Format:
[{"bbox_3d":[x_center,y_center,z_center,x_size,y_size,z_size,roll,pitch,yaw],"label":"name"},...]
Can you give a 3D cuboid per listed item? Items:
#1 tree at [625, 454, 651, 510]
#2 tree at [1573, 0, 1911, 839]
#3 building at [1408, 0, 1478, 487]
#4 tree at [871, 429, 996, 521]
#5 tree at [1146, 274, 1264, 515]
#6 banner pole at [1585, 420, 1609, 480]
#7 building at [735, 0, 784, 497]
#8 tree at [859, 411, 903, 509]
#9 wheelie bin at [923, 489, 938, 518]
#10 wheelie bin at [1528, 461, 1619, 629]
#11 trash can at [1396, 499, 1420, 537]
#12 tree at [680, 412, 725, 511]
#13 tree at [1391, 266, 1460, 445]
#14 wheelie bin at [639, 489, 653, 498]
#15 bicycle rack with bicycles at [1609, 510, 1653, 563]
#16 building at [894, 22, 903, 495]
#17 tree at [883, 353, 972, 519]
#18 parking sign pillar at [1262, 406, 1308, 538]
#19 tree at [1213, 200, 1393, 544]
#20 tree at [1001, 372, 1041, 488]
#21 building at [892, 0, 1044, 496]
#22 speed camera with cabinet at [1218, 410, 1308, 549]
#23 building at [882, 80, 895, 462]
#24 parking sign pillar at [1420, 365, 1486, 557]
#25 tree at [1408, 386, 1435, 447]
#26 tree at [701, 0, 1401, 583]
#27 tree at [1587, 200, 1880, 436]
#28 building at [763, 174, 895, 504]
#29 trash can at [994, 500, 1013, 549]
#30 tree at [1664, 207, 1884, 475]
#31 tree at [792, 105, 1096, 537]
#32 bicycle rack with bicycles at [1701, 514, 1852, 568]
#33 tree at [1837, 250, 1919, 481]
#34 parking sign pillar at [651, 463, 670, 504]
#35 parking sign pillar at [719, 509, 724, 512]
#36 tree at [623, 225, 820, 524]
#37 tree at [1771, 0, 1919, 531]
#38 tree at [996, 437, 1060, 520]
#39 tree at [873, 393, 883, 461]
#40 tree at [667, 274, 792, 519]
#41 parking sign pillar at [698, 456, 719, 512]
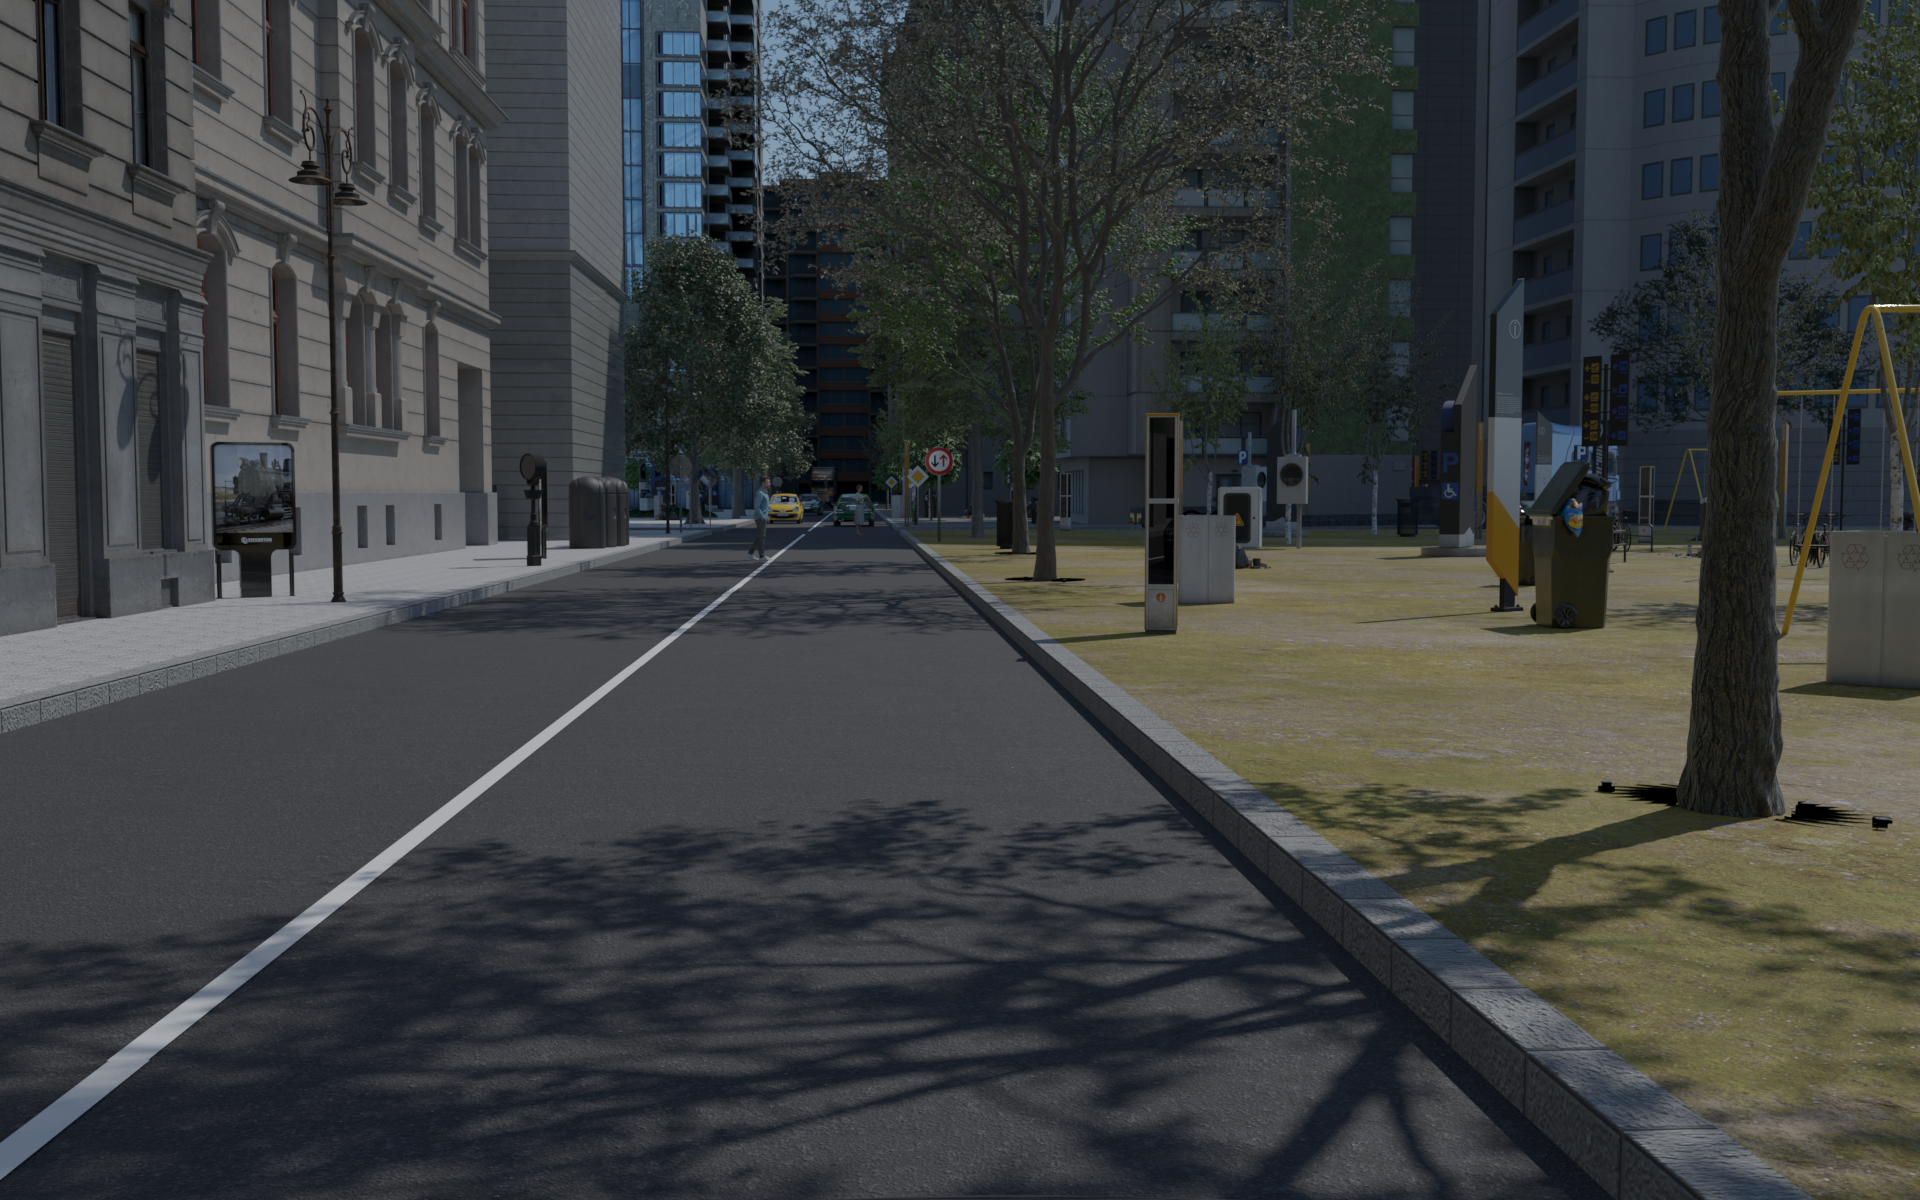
[{"bbox_3d":[-26.313,-9.570,140.181,4.285,4.588,4.351,0,3,0],"label":"tree"},{"bbox_3d":[3.319,-4.950,6.684,9.928,11.665,9.643,0,3,0],"label":"tree"},{"bbox_3d":[55.256,-47.232,210.491,20.611,71.187,20.563,0,4,-3],"label":"building"},{"bbox_3d":[-1.328,-6.029,82.293,4.285,4.588,4.351,0,3,0],"label":"tree"},{"bbox_3d":[8.376,-6.607,58.389,4.737,8.622,4.395,0,3,0],"label":"tree"},{"bbox_3d":[18.884,-3.764,51.563,0.863,3.779,0.401,2,4,32],"label":"banner pole"},{"bbox_3d":[-29.241,-45.514,182.410,20.563,71.187,20.611,0,4,-3],"label":"building"},{"bbox_3d":[-6.569,-12.333,152.008,4.360,8.622,3.978,0,3,0],"label":"tree"},{"bbox_3d":[-1.587,-5.268,94.040,0.693,1.594,0.980,1,4,16],"label":"wheelie bin"},{"bbox_3d":[5.926,-0.541,16.760,0.693,1.594,0.980,0,4,-2],"label":"wheelie bin"},{"bbox_3d":[13.418,-2.462,51.912,0.748,1.137,0.748,0,3,0],"label":"trash can"},{"bbox_3d":[-17.131,-10.190,116.973,4.737,8.622,4.395,0,3,0],"label":"tree"},{"bbox_3d":[13.406,-6.398,54.963,4.360,8.622,3.978,0,3,0],"label":"tree"},{"bbox_3d":[-21.038,-6.604,115.887,0.980,1.594,0.693,1,4,9],"label":"wheelie bin"},{"bbox_3d":[11.067,-1.142,32.060,2.852,0.926,2.925,2,4,31],"label":"bicycle rack with bicycles"},{"bbox_3d":[0.890,-31.378,163.145,14.600,45.320,14.200,0,4,-3],"label":"building"},{"bbox_3d":[-1.280,-8.423,88.080,4.737,8.622,4.395,0,3,0],"label":"tree"},{"bbox_3d":[9.683,-3.869,51.727,1.447,3.967,1.447,-1,4,-22],"label":"parking sign pillar"},{"bbox_3d":[8.678,-5.744,44.271,4.360,8.622,3.978,0,3,0],"label":"tree"},{"bbox_3d":[4.640,-9.003,97.559,4.360,8.622,3.978,0,3,0],"label":"tree"},{"bbox_3d":[3.228,-45.362,179.921,20.563,71.187,20.611,0,4,-3],"label":"building"},{"bbox_3d":[7.127,-2.838,40.744,2.038,3.252,0.660,1,4,16],"label":"speed camera with cabinet"},{"bbox_3d":[5.094,-37.640,204.645,28.713,52.752,27.495,0,4,-3],"label":"building"},{"bbox_3d":[10.287,-2.893,35.769,1.447,3.967,1.447,2,4,29],"label":"parking sign pillar"},{"bbox_3d":[20.764,-8.238,85.049,4.737,8.622,4.395,0,3,0],"label":"tree"},{"bbox_3d":[1.376,-7.027,25.257,12.009,13.543,11.850,0,3,0],"label":"tree"},{"bbox_3d":[24.428,-7.333,54.308,8.767,10.594,7.601,0,3,0],"label":"tree"},{"bbox_3d":[-16.731,-35.677,237.947,28.867,44.769,22.147,0,4,-3],"label":"building"},{"bbox_3d":[1.158,-1.768,40.561,0.748,1.137,0.748,0,3,0],"label":"trash can"},{"bbox_3d":[18.868,-5.595,41.841,4.360,8.622,3.978,0,3,0],"label":"tree"},{"bbox_3d":[0.103,-8.149,51.358,7.486,12.596,7.792,0,3,0],"label":"tree"},{"bbox_3d":[14.955,-1.112,31.559,2.852,0.926,2.925,3,5,44],"label":"bicycle rack with bicycles"},{"bbox_3d":[24.452,-5.596,41.860,4.360,8.622,3.978,0,3,0],"label":"tree"},{"bbox_3d":[-20.900,-8.095,120.828,1.447,3.967,1.447,1,4,20],"label":"parking sign pillar"},{"bbox_3d":[-17.834,-8.369,125.308,1.447,3.967,1.447,-1,4,-15],"label":"parking sign pillar"},{"bbox_3d":[-11.506,-9.602,74.005,9.611,12.733,9.660,0,3,0],"label":"tree"},{"bbox_3d":[11.591,-4.320,20.997,4.737,8.622,4.395,0,3,0],"label":"tree"},{"bbox_3d":[3.206,-6.279,86.367,4.285,4.588,4.351,0,3,0],"label":"tree"},{"bbox_3d":[-2.504,-8.928,96.341,4.737,8.622,4.395,0,3,0],"label":"tree"},{"bbox_3d":[-11.697,-10.490,89.633,7.486,12.596,7.792,0,3,0],"label":"tree"},{"bbox_3d":[-18.043,-8.152,121.751,1.447,3.967,1.447,0,4,7],"label":"parking sign pillar"}]
